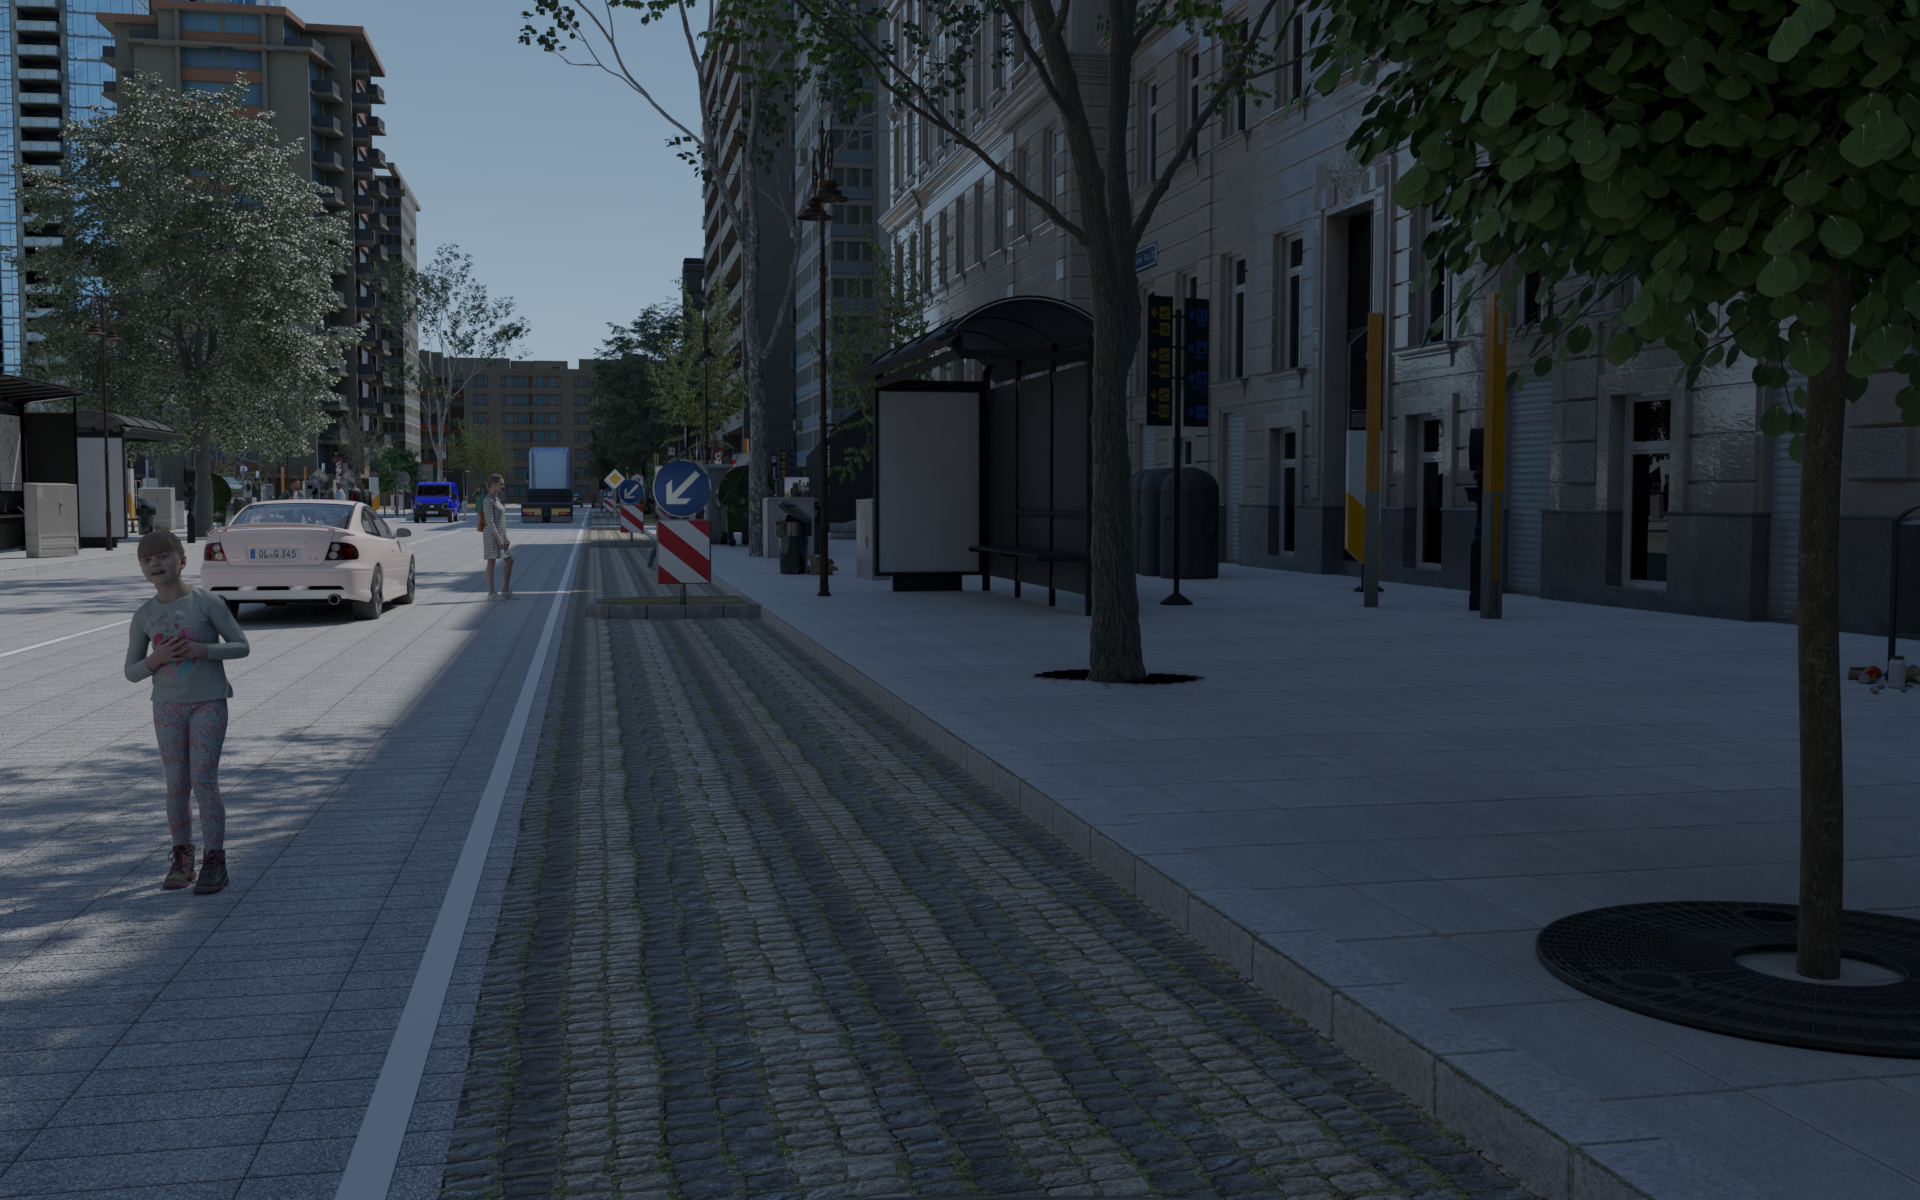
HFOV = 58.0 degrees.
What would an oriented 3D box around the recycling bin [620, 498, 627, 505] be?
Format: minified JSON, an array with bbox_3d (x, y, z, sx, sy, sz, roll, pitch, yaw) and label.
[{"bbox_3d":[-28.089,-8.116,145.251,0.722,1.027,0.722,0,4,-5],"label":"recycling bin"}]

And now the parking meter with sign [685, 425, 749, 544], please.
[{"bbox_3d":[-6.120,-2.933,44.214,1.738,3.016,0.543,-1,4,-13],"label":"parking meter with sign"}]

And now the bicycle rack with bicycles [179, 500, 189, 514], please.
[{"bbox_3d":[-50.711,-5.939,110.491,2.925,0.926,2.852,2,4,28],"label":"bicycle rack with bicycles"}]

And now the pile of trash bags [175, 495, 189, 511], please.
[{"bbox_3d":[-60.508,-7.693,135.531,1.912,1.369,3.447,2,4,23],"label":"pile of trash bags"}]

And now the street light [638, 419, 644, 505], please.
[{"bbox_3d":[-19.253,-8.067,104.687,0.468,5.910,1.993,-1,4,-12],"label":"street light"}]

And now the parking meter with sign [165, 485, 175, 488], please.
[{"bbox_3d":[-63.481,-8.741,139.179,1.738,3.016,0.543,-1,4,-10],"label":"parking meter with sign"}]

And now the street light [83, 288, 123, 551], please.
[{"bbox_3d":[-19.307,-4.058,39.133,0.468,5.910,1.993,-1,4,-12],"label":"street light"}]

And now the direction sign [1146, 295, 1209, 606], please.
[{"bbox_3d":[2.512,-1.713,20.000,0.876,3.537,0.379,-2,4,-31],"label":"direction sign"}]

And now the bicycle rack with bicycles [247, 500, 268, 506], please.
[{"bbox_3d":[-41.128,-5.334,100.591,2.925,0.926,2.852,0,4,8],"label":"bicycle rack with bicycles"}]

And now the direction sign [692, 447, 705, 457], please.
[{"bbox_3d":[-12.759,-5.638,84.171,0.876,3.537,0.379,2,4,27],"label":"direction sign"}]

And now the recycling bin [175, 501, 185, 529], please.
[{"bbox_3d":[-28.971,-3.118,63.526,0.722,1.027,0.722,2,4,33],"label":"recycling bin"}]

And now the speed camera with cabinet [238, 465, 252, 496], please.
[{"bbox_3d":[-48.134,-7.392,115.193,0.660,3.252,2.038,2,4,28],"label":"speed camera with cabinet"}]

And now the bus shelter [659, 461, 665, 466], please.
[{"bbox_3d":[-16.728,-6.537,100.796,2.014,3.302,5.546,-1,4,-12],"label":"bus shelter"}]

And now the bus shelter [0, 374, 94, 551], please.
[{"bbox_3d":[-20.156,-2.786,36.830,1.731,3.624,6.357,-1,4,-12],"label":"bus shelter"}]

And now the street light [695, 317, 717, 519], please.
[{"bbox_3d":[-6.632,-4.438,45.342,0.468,5.910,1.993,-1,4,-12],"label":"street light"}]

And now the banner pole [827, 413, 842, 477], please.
[{"bbox_3d":[-3.879,-3.886,53.560,0.863,3.779,0.401,3,4,36],"label":"banner pole"}]

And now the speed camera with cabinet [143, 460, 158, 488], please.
[{"bbox_3d":[-46.144,-6.438,99.595,2.038,3.252,0.660,2,4,33],"label":"speed camera with cabinet"}]

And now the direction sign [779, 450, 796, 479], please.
[{"bbox_3d":[-8.788,-5.894,88.357,0.876,3.537,0.379,-1,4,-18],"label":"direction sign"}]

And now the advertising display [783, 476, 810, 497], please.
[{"bbox_3d":[-5.892,-3.501,62.453,0.974,1.923,0.123,-1,4,-17],"label":"advertising display"}]

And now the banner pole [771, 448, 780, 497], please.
[{"bbox_3d":[-10.027,-6.385,94.404,0.401,3.779,0.863,2,4,35],"label":"banner pole"}]

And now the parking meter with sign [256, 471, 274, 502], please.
[{"bbox_3d":[-52.252,-8.235,130.896,0.543,3.016,1.738,3,4,37],"label":"parking meter with sign"}]

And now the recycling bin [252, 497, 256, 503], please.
[{"bbox_3d":[-53.650,-7.235,130.847,0.722,1.027,0.722,0,4,4],"label":"recycling bin"}]

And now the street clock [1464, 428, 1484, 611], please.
[{"bbox_3d":[5.717,-0.885,19.045,0.358,2.002,0.471,1,4,21],"label":"street clock"}]

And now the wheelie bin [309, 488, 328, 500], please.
[{"bbox_3d":[-31.618,-4.744,85.466,0.693,1.594,0.980,1,4,20],"label":"wheelie bin"}]

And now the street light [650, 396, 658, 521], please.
[{"bbox_3d":[-14.302,-6.648,81.479,0.468,5.910,1.993,-1,4,-12],"label":"street light"}]

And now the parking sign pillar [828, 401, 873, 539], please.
[{"bbox_3d":[-3.056,-3.733,49.502,1.447,3.967,1.447,0,4,7],"label":"parking sign pillar"}]

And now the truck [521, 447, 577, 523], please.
[{"bbox_3d":[-22.344,-6.387,94.185,2.967,4.110,18.799,-1,4,-12],"label":"truck"}]

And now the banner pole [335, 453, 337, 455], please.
[{"bbox_3d":[-37.750,-7.020,104.799,0.401,3.779,0.863,-1,4,-22],"label":"banner pole"}]

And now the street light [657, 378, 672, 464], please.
[{"bbox_3d":[-11.622,-5.870,68.755,0.468,5.910,1.993,-1,4,-12],"label":"street light"}]

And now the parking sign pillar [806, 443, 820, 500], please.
[{"bbox_3d":[-6.952,-5.891,84.782,1.447,3.967,1.447,3,5,42],"label":"parking sign pillar"}]

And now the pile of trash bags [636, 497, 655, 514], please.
[{"bbox_3d":[-19.191,-6.136,110.079,1.912,1.369,3.447,2,4,23],"label":"pile of trash bags"}]

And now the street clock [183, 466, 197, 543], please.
[{"bbox_3d":[-20.071,-2.483,45.162,0.358,2.002,0.471,-2,4,-32],"label":"street clock"}]

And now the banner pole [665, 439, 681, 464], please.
[{"bbox_3d":[-12.785,-5.354,77.562,0.863,3.779,0.401,-1,4,-14],"label":"banner pole"}]

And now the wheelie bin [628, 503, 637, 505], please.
[{"bbox_3d":[-23.308,-7.063,123.392,0.693,1.594,0.980,2,4,32],"label":"wheelie bin"}]

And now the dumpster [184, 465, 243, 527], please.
[{"bbox_3d":[-24.991,-3.394,57.978,1.502,2.255,1.985,-1,4,-12],"label":"dumpster"}]

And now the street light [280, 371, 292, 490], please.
[{"bbox_3d":[-24.278,-5.487,62.503,0.468,5.910,1.993,-1,4,-12],"label":"street light"}]

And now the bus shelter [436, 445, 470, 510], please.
[{"bbox_3d":[-42.175,-10.185,144.158,2.179,5.291,8.768,-1,4,-12],"label":"bus shelter"}]

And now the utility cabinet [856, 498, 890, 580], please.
[{"bbox_3d":[-1.322,-0.920,26.199,0.306,1.237,1.020,-1,4,-17],"label":"utility cabinet"}]

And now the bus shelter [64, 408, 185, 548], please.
[{"bbox_3d":[-21.236,-3.045,43.715,2.014,3.302,5.546,-1,4,-12],"label":"bus shelter"}]

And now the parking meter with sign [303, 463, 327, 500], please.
[{"bbox_3d":[-36.389,-6.157,96.923,1.738,3.016,0.543,-3,4,-38],"label":"parking meter with sign"}]

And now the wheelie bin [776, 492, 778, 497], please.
[{"bbox_3d":[-12.210,-6.404,112.619,0.980,1.594,0.693,-2,4,-30],"label":"wheelie bin"}]

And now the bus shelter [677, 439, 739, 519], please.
[{"bbox_3d":[-9.661,-4.425,66.276,2.014,3.302,5.546,-1,4,-12],"label":"bus shelter"}]

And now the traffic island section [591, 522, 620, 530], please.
[{"bbox_3d":[-15.383,-3.347,76.997,2.009,0.180,2.903,-1,4,-12],"label":"traffic island section"}]

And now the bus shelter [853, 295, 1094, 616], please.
[{"bbox_3d":[0.163,-1.617,20.369,2.014,3.302,5.546,-1,4,-12],"label":"bus shelter"}]

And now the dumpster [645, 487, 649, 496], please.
[{"bbox_3d":[-25.723,-8.398,139.796,1.502,2.255,1.985,-1,4,-12],"label":"dumpster"}]

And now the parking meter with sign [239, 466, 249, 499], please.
[{"bbox_3d":[-43.717,-6.672,105.340,0.543,3.016,1.738,-1,4,-10],"label":"parking meter with sign"}]

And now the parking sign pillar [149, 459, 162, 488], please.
[{"bbox_3d":[-57.721,-8.304,124.236,1.447,3.967,1.447,0,4,-6],"label":"parking sign pillar"}]

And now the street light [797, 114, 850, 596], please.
[{"bbox_3d":[-1.707,-2.985,21.595,0.468,5.910,1.993,-1,4,-12],"label":"street light"}]

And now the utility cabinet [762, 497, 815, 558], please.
[{"bbox_3d":[-3.464,-1.458,34.994,1.020,1.237,0.306,-2,4,-29],"label":"utility cabinet"}]

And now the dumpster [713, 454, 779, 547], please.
[{"bbox_3d":[-5.318,-2.477,42.987,1.502,2.255,1.985,-1,4,-12],"label":"dumpster"}]
